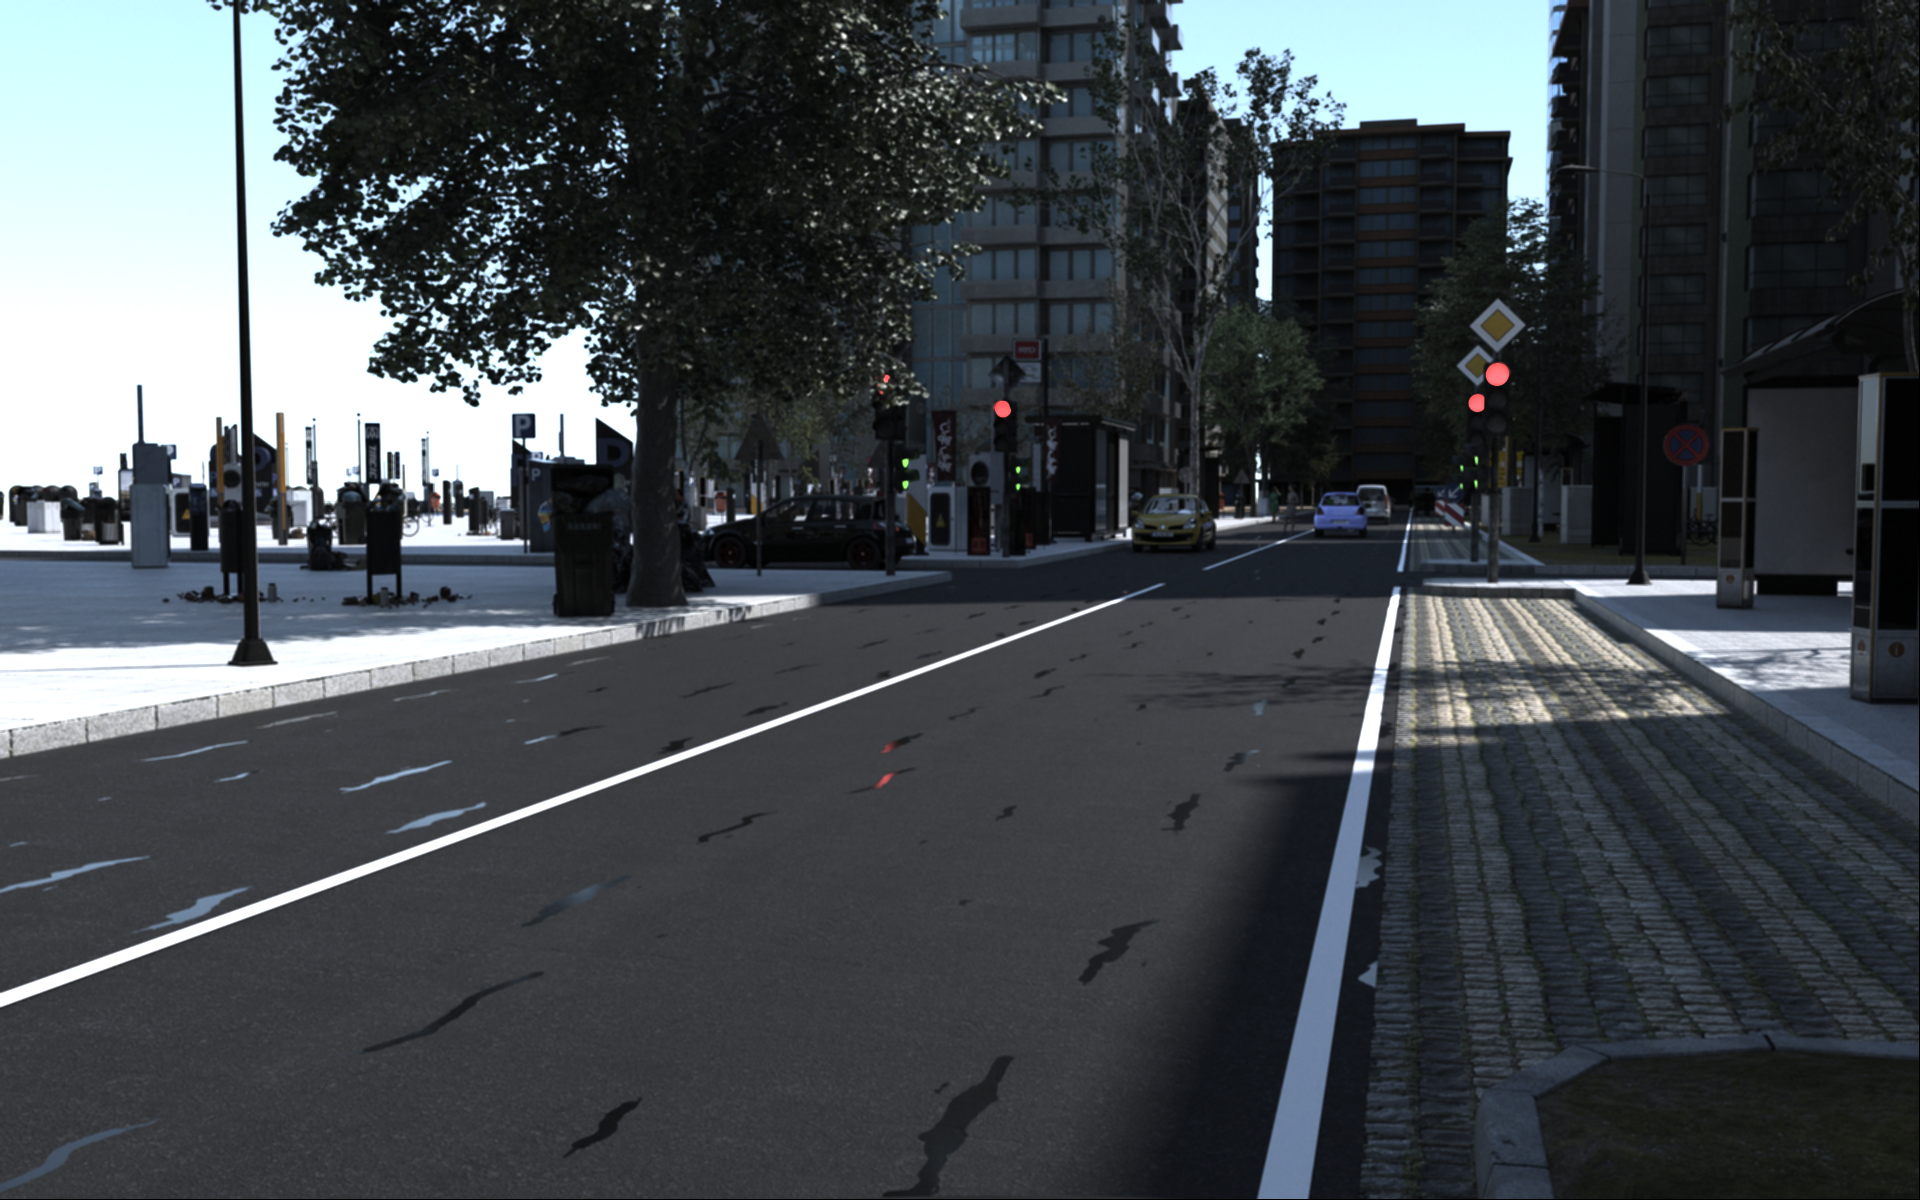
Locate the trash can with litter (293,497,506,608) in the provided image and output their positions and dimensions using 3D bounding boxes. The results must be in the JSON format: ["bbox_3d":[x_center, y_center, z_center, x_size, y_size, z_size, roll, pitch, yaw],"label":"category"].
[{"bbox_3d":[-6.500,-0.584,20.599,1.678,1.210,2.233,1,4,22],"label":"trash can with litter"}]

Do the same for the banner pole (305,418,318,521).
[{"bbox_3d":[-21.157,-4.069,56.549,0.401,3.779,0.863,0,4,7],"label":"banner pole"}]

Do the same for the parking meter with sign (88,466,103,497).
[{"bbox_3d":[-53.364,-6.754,106.692,0.543,3.016,1.738,0,4,-8],"label":"parking meter with sign"}]

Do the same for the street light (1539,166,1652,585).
[{"bbox_3d":[9.122,-3.181,24.556,1.470,5.913,1.316,1,4,15],"label":"street light"}]

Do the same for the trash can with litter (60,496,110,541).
[{"bbox_3d":[-24.190,-2.221,47.694,1.055,1.170,0.624,0,4,5],"label":"trash can with litter"}]

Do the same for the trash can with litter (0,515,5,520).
[{"bbox_3d":[-47.821,-4.540,85.612,1.055,1.170,0.624,0,4,-3],"label":"trash can with litter"}]

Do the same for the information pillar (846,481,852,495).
[{"bbox_3d":[-6.182,-5.616,96.318,0.304,2.012,0.304,0,4,4],"label":"information pillar"}]

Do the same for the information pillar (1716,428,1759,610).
[{"bbox_3d":[8.691,-0.910,19.368,0.304,2.012,0.304,-3,5,-43],"label":"information pillar"}]

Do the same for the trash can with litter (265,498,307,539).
[{"bbox_3d":[-19.179,-2.319,49.302,0.624,1.170,1.055,2,4,29],"label":"trash can with litter"}]

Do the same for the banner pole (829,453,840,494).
[{"bbox_3d":[-6.595,-6.230,91.882,0.863,3.779,0.401,2,4,31],"label":"banner pole"}]

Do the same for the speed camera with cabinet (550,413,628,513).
[{"bbox_3d":[-9.067,-2.935,42.321,2.038,3.252,0.660,2,4,31],"label":"speed camera with cabinet"}]

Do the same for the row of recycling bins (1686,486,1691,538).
[{"bbox_3d":[20.769,-2.675,50.842,1.069,1.692,3.534,1,4,18],"label":"row of recycling bins"}]

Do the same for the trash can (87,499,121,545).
[{"bbox_3d":[-21.645,-1.979,44.013,0.748,1.137,0.748,0,3,0],"label":"trash can"}]

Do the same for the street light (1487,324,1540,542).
[{"bbox_3d":[14.824,-4.507,46.222,1.470,5.913,1.316,1,4,15],"label":"street light"}]

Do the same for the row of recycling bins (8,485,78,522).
[{"bbox_3d":[-41.896,-4.409,79.203,3.534,1.692,1.069,1,4,14],"label":"row of recycling bins"}]

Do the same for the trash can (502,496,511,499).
[{"bbox_3d":[-29.242,-6.138,112.003,0.748,1.137,0.748,0,3,0],"label":"trash can"}]

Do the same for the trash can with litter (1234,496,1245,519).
[{"bbox_3d":[14.494,-4.829,90.347,0.624,1.170,1.055,0,4,-7],"label":"trash can with litter"}]

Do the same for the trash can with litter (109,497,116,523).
[{"bbox_3d":[-37.472,-3.979,76.446,0.624,1.170,1.055,-2,4,-35],"label":"trash can with litter"}]

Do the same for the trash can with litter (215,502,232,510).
[{"bbox_3d":[-22.362,-2.574,53.478,1.055,1.170,0.624,-3,5,-45],"label":"trash can with litter"}]

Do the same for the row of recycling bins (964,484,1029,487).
[{"bbox_3d":[1.575,-4.175,75.375,3.534,1.692,1.069,2,4,32],"label":"row of recycling bins"}]

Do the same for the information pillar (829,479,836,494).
[{"bbox_3d":[-6.105,-4.825,83.386,0.304,2.012,0.304,1,4,16],"label":"information pillar"}]

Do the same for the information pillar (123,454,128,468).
[{"bbox_3d":[-48.559,-6.691,100.754,0.504,3.616,0.183,3,4,37],"label":"information pillar"}]

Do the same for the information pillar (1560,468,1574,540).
[{"bbox_3d":[17.061,-2.704,48.709,0.304,2.012,0.304,2,4,23],"label":"information pillar"}]

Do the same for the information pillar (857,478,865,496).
[{"bbox_3d":[-4.664,-4.717,81.618,0.304,2.012,0.304,1,4,11],"label":"information pillar"}]

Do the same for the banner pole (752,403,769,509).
[{"bbox_3d":[-5.468,-3.532,47.765,0.401,3.779,0.863,2,4,34],"label":"banner pole"}]

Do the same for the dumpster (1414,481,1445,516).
[{"bbox_3d":[30.507,-6.582,112.566,1.985,2.255,1.502,1,4,14],"label":"dumpster"}]

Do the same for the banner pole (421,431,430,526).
[{"bbox_3d":[-21.081,-4.793,68.385,0.401,3.779,0.863,0,4,7],"label":"banner pole"}]

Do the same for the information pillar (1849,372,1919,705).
[{"bbox_3d":[5.708,-0.376,10.637,0.304,2.012,0.304,0,4,4],"label":"information pillar"}]

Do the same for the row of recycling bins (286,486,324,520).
[{"bbox_3d":[-33.597,-4.917,87.501,3.534,1.692,1.069,2,4,24],"label":"row of recycling bins"}]

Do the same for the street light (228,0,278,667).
[{"bbox_3d":[-4.809,-2.458,12.734,1.470,5.913,1.316,1,4,15],"label":"street light"}]

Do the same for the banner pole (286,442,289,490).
[{"bbox_3d":[-32.646,-5.732,83.739,0.401,3.779,0.863,1,4,19],"label":"banner pole"}]

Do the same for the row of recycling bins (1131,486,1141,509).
[{"bbox_3d":[8.747,-5.190,91.967,1.069,1.692,3.534,-1,4,-11],"label":"row of recycling bins"}]

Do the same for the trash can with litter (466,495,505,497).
[{"bbox_3d":[-14.848,-2.629,54.035,1.678,1.210,2.233,-2,4,-29],"label":"trash can with litter"}]

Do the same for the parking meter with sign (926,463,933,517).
[{"bbox_3d":[-1.850,-6.189,97.450,0.543,3.016,1.738,-1,4,-16],"label":"parking meter with sign"}]

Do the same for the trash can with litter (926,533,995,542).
[{"bbox_3d":[0.181,-2.158,46.345,2.233,1.210,1.678,-1,4,-23],"label":"trash can with litter"}]

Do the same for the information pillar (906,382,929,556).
[{"bbox_3d":[-0.900,-2.739,36.139,0.504,3.616,0.183,-3,5,-41],"label":"information pillar"}]

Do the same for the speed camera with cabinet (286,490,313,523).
[{"bbox_3d":[-29.585,-5.006,76.181,0.660,3.252,2.038,3,4,38],"label":"speed camera with cabinet"}]

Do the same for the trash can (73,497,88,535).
[{"bbox_3d":[-27.702,-2.643,54.873,0.748,1.137,0.748,0,3,0],"label":"trash can"}]

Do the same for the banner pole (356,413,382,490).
[{"bbox_3d":[-18.241,-3.874,53.350,0.863,3.779,0.401,-1,4,-22],"label":"banner pole"}]

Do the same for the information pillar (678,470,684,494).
[{"bbox_3d":[-8.319,-2.914,52.137,0.304,2.012,0.304,0,4,-6],"label":"information pillar"}]

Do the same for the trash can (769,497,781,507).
[{"bbox_3d":[-8.933,-4.375,83.184,0.748,1.137,0.748,0,3,0],"label":"trash can"}]

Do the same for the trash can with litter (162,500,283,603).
[{"bbox_3d":[-8.891,-0.615,21.116,1.678,1.210,2.233,-3,5,-41],"label":"trash can with litter"}]

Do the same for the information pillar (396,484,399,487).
[{"bbox_3d":[-39.660,-7.189,122.033,0.304,2.012,0.304,-1,4,-9],"label":"information pillar"}]

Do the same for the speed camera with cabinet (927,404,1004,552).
[{"bbox_3d":[0.146,-2.713,38.695,0.660,3.252,2.038,-3,5,-44],"label":"speed camera with cabinet"}]

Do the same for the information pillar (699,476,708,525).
[{"bbox_3d":[-10.621,-4.111,71.705,0.304,2.012,0.304,0,4,3],"label":"information pillar"}]

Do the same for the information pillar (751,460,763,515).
[{"bbox_3d":[-8.122,-4.770,69.336,0.504,3.616,0.183,0,4,0],"label":"information pillar"}]

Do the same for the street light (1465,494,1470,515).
[{"bbox_3d":[22.418,-6.284,75.289,1.470,5.913,1.316,1,4,15],"label":"street light"}]

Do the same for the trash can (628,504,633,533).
[{"bbox_3d":[-10.613,-2.749,56.606,0.748,1.137,0.748,0,3,0],"label":"trash can"}]

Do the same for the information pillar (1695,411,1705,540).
[{"bbox_3d":[20.776,-3.500,48.579,0.183,3.616,0.504,2,4,30],"label":"information pillar"}]
